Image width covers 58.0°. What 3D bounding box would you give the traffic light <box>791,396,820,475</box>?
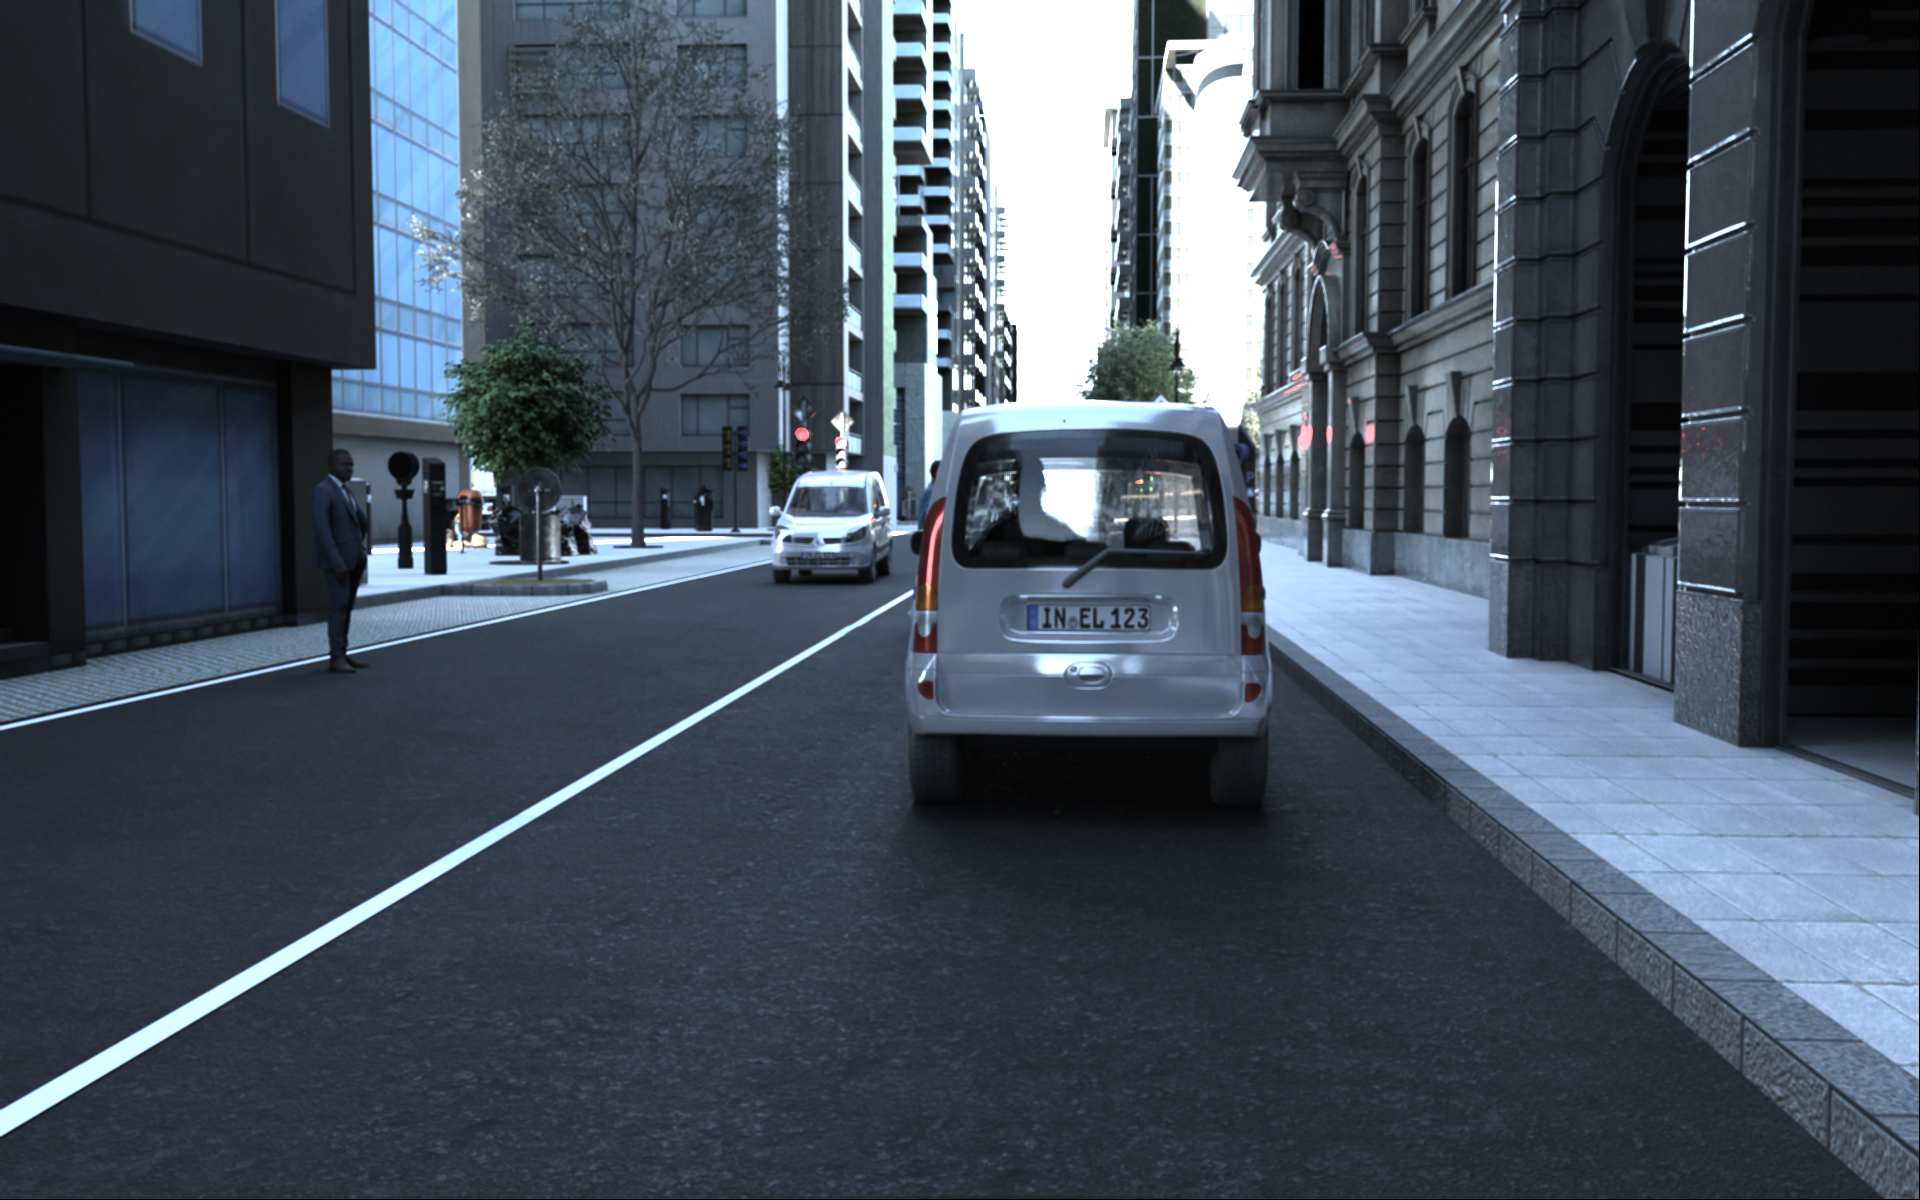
[{"bbox_3d":[-4.445,-3.712,49.607,0.839,4.253,0.868,0,4,4],"label":"traffic light"}]

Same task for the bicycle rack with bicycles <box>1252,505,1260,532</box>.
[{"bbox_3d":[9.751,-2.670,57.038,2.925,0.926,2.852,-1,4,-21],"label":"bicycle rack with bicycles"}]

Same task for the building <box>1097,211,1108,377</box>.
[{"bbox_3d":[26.875,-34.729,251.407,14.154,41.232,14.086,0,4,4],"label":"building"}]

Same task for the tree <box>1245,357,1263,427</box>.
[{"bbox_3d":[17.097,-8.385,87.463,4.737,8.622,4.395,0,3,0],"label":"tree"}]

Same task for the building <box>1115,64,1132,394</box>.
[{"bbox_3d":[28.411,-34.926,190.640,23.786,49.044,30.456,0,4,4],"label":"building"}]

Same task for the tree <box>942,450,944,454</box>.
[{"bbox_3d":[-1.103,-8.859,128.559,4.285,4.588,4.351,0,3,0],"label":"tree"}]

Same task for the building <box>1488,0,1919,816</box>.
[{"bbox_3d":[9.373,-9.775,1.628,13.314,21.916,24.055,0,4,4],"label":"building"}]

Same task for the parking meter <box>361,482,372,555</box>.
[{"bbox_3d":[-12.585,-1.716,36.463,0.372,1.533,0.369,0,3,0],"label":"parking meter"}]

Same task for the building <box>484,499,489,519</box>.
[{"bbox_3d":[-34.873,-25.365,69.337,28.867,44.769,22.147,0,4,4],"label":"building"}]

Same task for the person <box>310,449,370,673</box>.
[{"bbox_3d":[-5.077,-0.335,14.167,0.419,1.800,0.721,0,4,-3],"label":"person"}]

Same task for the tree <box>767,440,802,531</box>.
[{"bbox_3d":[-6.336,-4.046,60.746,1.663,3.219,1.824,0,3,0],"label":"tree"}]

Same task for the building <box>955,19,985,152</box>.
[{"bbox_3d":[-8.916,-34.240,179.440,23.786,49.044,30.456,0,4,4],"label":"building"}]

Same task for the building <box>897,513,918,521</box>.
[{"bbox_3d":[-11.773,-48.081,98.799,22.319,86.520,31.000,0,4,4],"label":"building"}]

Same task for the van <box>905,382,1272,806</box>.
[{"bbox_3d":[0.678,-0.145,9.377,2.013,2.044,4.112,0,4,4],"label":"van"}]

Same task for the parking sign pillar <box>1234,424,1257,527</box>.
[{"bbox_3d":[10.881,-4.772,66.491,1.447,3.967,1.447,-1,4,-15],"label":"parking sign pillar"}]

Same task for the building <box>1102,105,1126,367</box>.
[{"bbox_3d":[33.271,-39.177,229.780,28.713,52.752,27.495,0,4,4],"label":"building"}]

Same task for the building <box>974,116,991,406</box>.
[{"bbox_3d":[-3.616,-33.726,201.525,14.600,45.320,14.200,0,4,4],"label":"building"}]

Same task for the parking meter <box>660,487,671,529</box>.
[{"bbox_3d":[-10.750,-3.355,63.268,0.372,1.533,0.369,0,3,0],"label":"parking meter"}]

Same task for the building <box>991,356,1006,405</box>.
[{"bbox_3d":[-8.314,-23.643,231.600,27.650,21.520,28.899,0,4,4],"label":"building"}]

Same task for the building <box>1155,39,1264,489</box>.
[{"bbox_3d":[28.898,-27.592,143.014,32.217,40.220,23.993,0,4,4],"label":"building"}]

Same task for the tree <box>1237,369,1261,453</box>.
[{"bbox_3d":[18.142,-9.260,101.757,4.360,8.622,3.978,0,3,0],"label":"tree"}]

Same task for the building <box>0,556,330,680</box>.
[{"bbox_3d":[-14.041,-22.132,11.961,14.600,45.320,14.200,0,4,4],"label":"building"}]

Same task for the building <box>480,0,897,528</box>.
[{"bbox_3d":[-10.294,-23.604,69.518,14.154,41.232,14.086,0,4,4],"label":"building"}]

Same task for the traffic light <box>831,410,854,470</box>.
[{"bbox_3d":[-3.888,-4.199,57.573,0.839,4.253,0.868,0,4,4],"label":"traffic light"}]

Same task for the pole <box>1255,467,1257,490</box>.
[{"bbox_3d":[22.228,-8.357,130.487,0.158,3.312,0.155,0,3,0],"label":"pole"}]

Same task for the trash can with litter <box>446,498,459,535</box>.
[{"bbox_3d":[-13.250,-2.081,45.419,0.624,1.170,1.055,-1,4,-19],"label":"trash can with litter"}]

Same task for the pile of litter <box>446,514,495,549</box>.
[{"bbox_3d":[-11.719,-1.663,41.147,1.719,0.858,1.176,-1,4,-12],"label":"pile of litter"}]

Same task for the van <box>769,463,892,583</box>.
[{"bbox_3d":[-2.126,-1.364,29.309,2.013,2.044,4.112,0,4,3],"label":"van"}]

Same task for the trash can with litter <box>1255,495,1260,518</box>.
[{"bbox_3d":[15.976,-4.956,92.088,1.678,1.210,2.233,1,4,10],"label":"trash can with litter"}]

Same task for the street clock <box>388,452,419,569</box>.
[{"bbox_3d":[-9.551,-1.542,29.781,0.471,2.002,0.358,1,4,13],"label":"street clock"}]

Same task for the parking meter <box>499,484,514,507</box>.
[{"bbox_3d":[-11.701,-2.221,44.731,0.372,1.533,0.369,0,3,0],"label":"parking meter"}]

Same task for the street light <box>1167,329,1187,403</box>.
[{"bbox_3d":[6.059,-4.632,48.527,0.468,5.910,1.993,0,4,4],"label":"street light"}]

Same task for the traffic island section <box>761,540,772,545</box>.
[{"bbox_3d":[-4.484,-1.680,49.745,2.009,0.180,2.903,0,4,4],"label":"traffic island section"}]

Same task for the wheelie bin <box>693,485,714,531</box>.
[{"bbox_3d":[-8.820,-3.167,59.690,0.693,1.594,0.980,-1,4,-18],"label":"wheelie bin"}]

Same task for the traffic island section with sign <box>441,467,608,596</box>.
[{"bbox_3d":[-6.220,-1.008,25.105,1.989,1.847,2.006,0,4,4],"label":"traffic island section with sign"}]

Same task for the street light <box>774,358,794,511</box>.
[{"bbox_3d":[-5.887,-5.219,58.119,0.468,5.910,1.993,0,4,4],"label":"street light"}]

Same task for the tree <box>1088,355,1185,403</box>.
[{"bbox_3d":[11.881,-11.051,115.101,8.767,10.594,7.601,0,4,-1],"label":"tree"}]

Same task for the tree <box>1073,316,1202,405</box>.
[{"bbox_3d":[12.607,-13.370,125.250,9.857,13.997,8.962,0,3,0],"label":"tree"}]

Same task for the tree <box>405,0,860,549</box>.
[{"bbox_3d":[-7.654,-7.972,40.710,12.009,13.543,11.850,0,3,0],"label":"tree"}]

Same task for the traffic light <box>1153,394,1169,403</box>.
[{"bbox_3d":[5.643,-3.670,48.921,0.839,4.253,0.868,0,4,4],"label":"traffic light"}]

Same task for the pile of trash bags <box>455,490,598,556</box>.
[{"bbox_3d":[-9.376,-1.659,36.884,3.447,1.369,1.912,2,4,27],"label":"pile of trash bags"}]

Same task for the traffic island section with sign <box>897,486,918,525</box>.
[{"bbox_3d":[-2.334,-4.400,80.560,1.989,1.847,2.006,0,4,4],"label":"traffic island section with sign"}]

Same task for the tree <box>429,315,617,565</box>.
[{"bbox_3d":[-8.055,-2.947,31.902,4.285,4.588,4.351,0,3,0],"label":"tree"}]

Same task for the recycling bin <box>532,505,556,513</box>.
[{"bbox_3d":[-14.209,-2.836,58.918,0.722,1.027,0.722,2,4,25],"label":"recycling bin"}]

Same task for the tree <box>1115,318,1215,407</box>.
[{"bbox_3d":[8.378,-7.457,72.277,4.737,8.622,4.395,0,3,0],"label":"tree"}]

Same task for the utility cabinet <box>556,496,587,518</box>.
[{"bbox_3d":[-13.151,-2.902,58.601,1.020,1.237,0.306,1,4,13],"label":"utility cabinet"}]

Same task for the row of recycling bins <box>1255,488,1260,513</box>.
[{"bbox_3d":[20.619,-6.721,117.007,3.534,1.692,1.069,2,4,30],"label":"row of recycling bins"}]

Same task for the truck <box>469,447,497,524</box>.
[{"bbox_3d":[-20.416,-3.999,54.294,11.283,4.237,2.839,0,4,3],"label":"truck"}]

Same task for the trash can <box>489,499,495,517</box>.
[{"bbox_3d":[-22.638,-4.415,83.831,0.748,1.137,0.748,0,3,0],"label":"trash can"}]

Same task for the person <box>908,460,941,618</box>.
[{"bbox_3d":[-0.324,-0.572,18.199,0.444,1.785,0.601,0,4,2],"label":"person"}]

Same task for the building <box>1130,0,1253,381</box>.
[{"bbox_3d":[24.593,-44.430,164.683,20.563,71.187,20.611,0,4,4],"label":"building"}]

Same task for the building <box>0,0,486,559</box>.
[{"bbox_3d":[-21.273,-24.006,42.616,14.200,45.320,14.600,0,4,4],"label":"building"}]

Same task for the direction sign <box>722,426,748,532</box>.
[{"bbox_3d":[-7.546,-4.045,58.132,0.876,3.537,0.379,1,4,13],"label":"direction sign"}]

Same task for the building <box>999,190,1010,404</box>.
[{"bbox_3d":[-3.865,-39.225,260.932,23.786,49.044,30.456,0,4,4],"label":"building"}]

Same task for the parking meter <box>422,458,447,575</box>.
[{"bbox_3d":[-8.375,-1.340,27.612,0.255,1.863,0.399,-3,4,-37],"label":"parking meter"}]

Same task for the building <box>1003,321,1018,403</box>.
[{"bbox_3d":[2.234,-31.295,283.368,14.160,30.474,14.107,0,4,4],"label":"building"}]

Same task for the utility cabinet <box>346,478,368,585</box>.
[{"bbox_3d":[-8.806,-0.932,23.909,1.173,1.500,0.318,-3,5,-44],"label":"utility cabinet"}]

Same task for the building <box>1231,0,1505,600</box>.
[{"bbox_3d":[12.310,-12.946,30.745,14.460,24.649,34.723,0,4,4],"label":"building"}]
